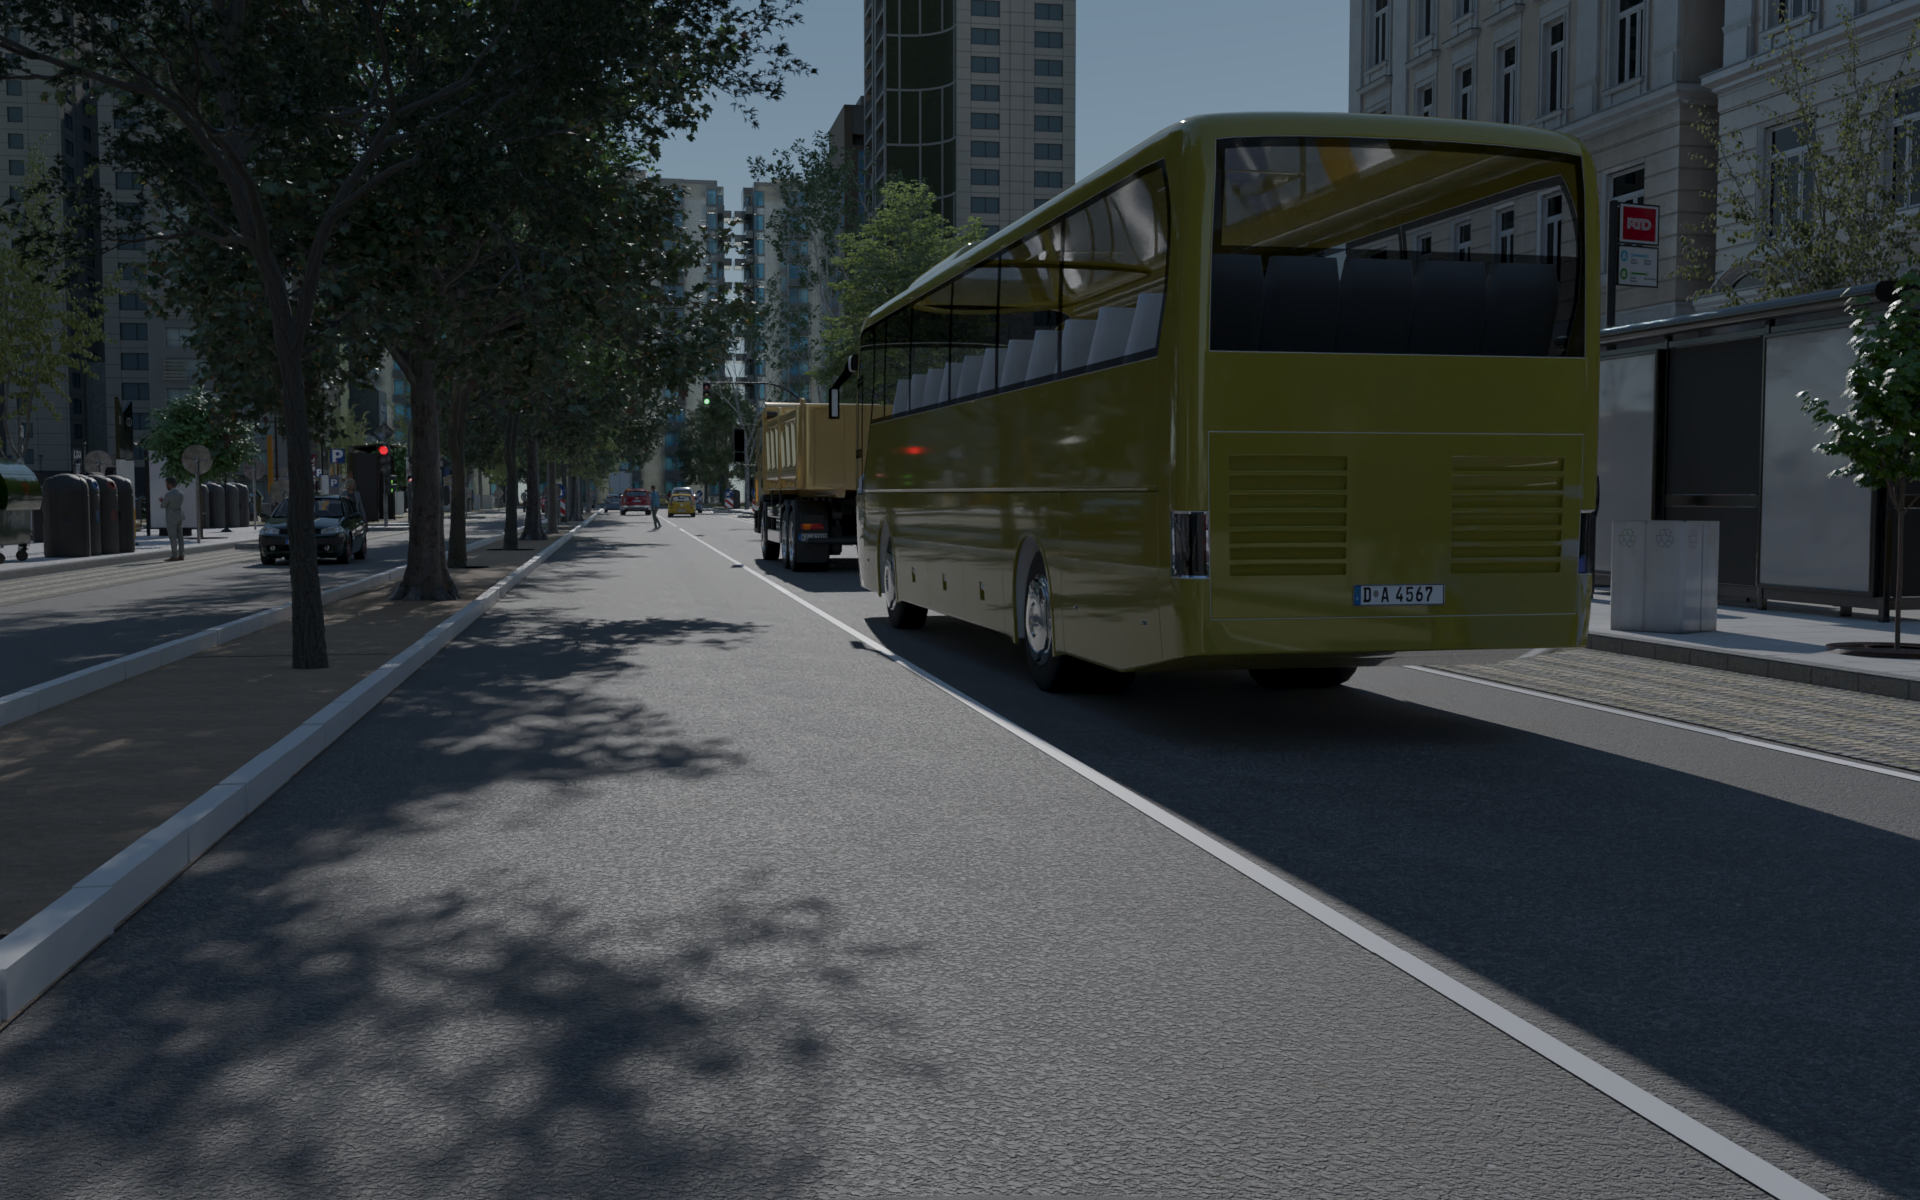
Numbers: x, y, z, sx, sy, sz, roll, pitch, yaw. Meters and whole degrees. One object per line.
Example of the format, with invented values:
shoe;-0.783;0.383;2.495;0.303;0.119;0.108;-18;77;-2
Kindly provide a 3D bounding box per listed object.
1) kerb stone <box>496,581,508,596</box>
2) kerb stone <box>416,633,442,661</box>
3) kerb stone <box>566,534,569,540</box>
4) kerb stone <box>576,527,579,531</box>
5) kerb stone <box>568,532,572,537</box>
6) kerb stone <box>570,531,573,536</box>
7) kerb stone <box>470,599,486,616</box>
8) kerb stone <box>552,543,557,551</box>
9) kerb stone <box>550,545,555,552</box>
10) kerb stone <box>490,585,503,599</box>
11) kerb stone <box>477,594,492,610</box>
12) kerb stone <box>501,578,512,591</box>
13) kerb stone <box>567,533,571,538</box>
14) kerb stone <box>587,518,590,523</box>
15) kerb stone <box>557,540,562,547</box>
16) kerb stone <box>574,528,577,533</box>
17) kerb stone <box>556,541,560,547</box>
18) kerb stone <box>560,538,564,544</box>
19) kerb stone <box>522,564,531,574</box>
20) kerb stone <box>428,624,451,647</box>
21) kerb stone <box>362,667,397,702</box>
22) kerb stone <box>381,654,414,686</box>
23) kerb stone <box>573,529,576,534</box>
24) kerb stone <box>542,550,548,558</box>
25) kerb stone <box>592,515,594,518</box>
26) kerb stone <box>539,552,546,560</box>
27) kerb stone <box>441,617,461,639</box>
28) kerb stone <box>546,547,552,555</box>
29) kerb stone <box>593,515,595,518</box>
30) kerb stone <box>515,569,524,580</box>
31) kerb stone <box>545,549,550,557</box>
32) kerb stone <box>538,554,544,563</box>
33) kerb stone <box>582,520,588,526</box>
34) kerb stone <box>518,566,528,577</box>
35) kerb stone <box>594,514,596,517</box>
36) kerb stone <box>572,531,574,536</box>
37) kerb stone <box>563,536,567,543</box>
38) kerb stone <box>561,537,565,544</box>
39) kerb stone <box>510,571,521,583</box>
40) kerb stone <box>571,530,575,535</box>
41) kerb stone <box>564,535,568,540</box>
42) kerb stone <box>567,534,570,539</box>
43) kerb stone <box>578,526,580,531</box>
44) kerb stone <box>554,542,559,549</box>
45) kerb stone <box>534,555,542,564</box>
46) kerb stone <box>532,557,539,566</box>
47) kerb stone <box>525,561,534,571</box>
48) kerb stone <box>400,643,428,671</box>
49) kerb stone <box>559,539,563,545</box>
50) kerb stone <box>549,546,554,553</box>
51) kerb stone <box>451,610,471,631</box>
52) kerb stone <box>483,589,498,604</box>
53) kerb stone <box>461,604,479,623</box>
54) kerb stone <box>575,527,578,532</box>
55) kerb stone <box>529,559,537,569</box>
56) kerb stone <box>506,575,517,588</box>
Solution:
kerb stone;-6.464;-0.128;24.290;0.120;0.150;1.000;-1;4;-11
kerb stone;-4.700;0.429;15.242;0.120;0.150;1.000;-1;4;-11
kerb stone;-11.778;-1.790;51.470;0.120;0.150;1.000;-1;4;-11
kerb stone;-13.931;-2.466;62.540;0.120;0.150;1.000;-1;4;-11
kerb stone;-12.361;-1.971;54.488;0.120;0.150;1.000;-1;4;-11
kerb stone;-12.555;-2.036;55.492;0.120;0.150;1.000;-1;4;-11
kerb stone;-5.682;0.120;20.266;0.120;0.150;1.000;-1;4;-11
kerb stone;-10.000;-1.235;42.392;0.120;0.150;1.000;-1;4;-11
kerb stone;-9.809;-1.174;41.388;0.120;0.150;1.000;-1;4;-11
kerb stone;-6.279;-0.066;23.280;0.120;0.150;1.000;-1;4;-11
kerb stone;-5.875;0.057;21.270;0.120;0.150;1.000;-1;4;-11
kerb stone;-6.667;-0.189;25.292;0.120;0.150;1.000;-1;4;-11
kerb stone;-12.170;-1.913;53.481;0.120;0.150;1.000;-1;4;-11
kerb stone;-18.160;-3.790;84.163;0.120;0.150;1.000;-1;4;-11
kerb stone;-10.589;-1.420;45.415;0.120;0.150;1.000;-1;4;-11
kerb stone;-13.545;-2.340;60.531;0.120;0.150;1.000;-1;4;-11
kerb stone;-10.392;-1.355;44.401;0.120;0.150;1.000;-1;4;-11
kerb stone;-10.986;-1.543;47.426;0.120;0.150;1.000;-1;4;-11
kerb stone;-7.651;-0.497;30.323;0.120;0.150;1.000;-1;4;-11
kerb stone;-4.906;0.364;16.243;0.120;0.150;1.000;-1;4;-11
kerb stone;-4.113;0.614;12.208;0.120;0.150;1.000;-1;4;-11
kerb stone;-4.307;0.550;13.215;0.120;0.150;1.000;-1;4;-11
kerb stone;-13.146;-2.216;58.512;0.120;0.150;1.000;-1;4;-11
kerb stone;-9.025;-0.928;37.368;0.120;0.150;1.000;-1;4;-11
kerb stone;-20.114;-4.402;94.212;0.120;0.150;1.000;-1;4;-11
kerb stone;-8.822;-0.867;36.364;0.120;0.150;1.000;-1;4;-11
kerb stone;-5.099;0.303;17.246;0.120;0.150;1.000;-1;4;-11
kerb stone;-9.414;-1.051;39.375;0.120;0.150;1.000;-1;4;-11
kerb stone;-20.517;-4.527;96.229;0.120;0.150;1.000;-1;4;-11
kerb stone;-7.255;-0.374;28.318;0.120;0.150;1.000;-1;4;-11
kerb stone;-9.222;-0.989;38.371;0.120;0.150;1.000;-1;4;-11
kerb stone;-8.637;-0.805;35.359;0.120;0.150;1.000;-1;4;-11
kerb stone;-16.970;-3.421;78.121;0.120;0.150;1.000;-1;4;-11
kerb stone;-7.453;-0.436;29.321;0.120;0.150;1.000;-1;4;-11
kerb stone;-21.098;-4.713;99.252;0.120;0.150;1.000;-1;4;-11
kerb stone;-12.755;-2.098;56.502;0.120;0.150;1.000;-1;4;-11
kerb stone;-11.376;-1.667;49.447;0.120;0.150;1.000;-1;4;-11
kerb stone;-11.188;-1.603;48.434;0.120;0.150;1.000;-1;4;-11
kerb stone;-7.055;-0.312;27.299;0.120;0.150;1.000;-1;4;-11
kerb stone;-12.955;-2.160;57.504;0.120;0.150;1.000;-1;4;-11
kerb stone;-11.570;-1.728;50.454;0.120;0.150;1.000;-1;4;-11
kerb stone;-11.972;-1.848;52.476;0.120;0.150;1.000;-1;4;-11
kerb stone;-14.325;-2.590;64.547;0.120;0.150;1.000;-1;4;-11
kerb stone;-10.201;-1.297;43.394;0.120;0.150;1.000;-1;4;-11
kerb stone;-8.431;-0.743;34.351;0.120;0.150;1.000;-1;4;-11
kerb stone;-8.238;-0.677;33.344;0.120;0.150;1.000;-1;4;-11
kerb stone;-7.839;-0.559;31.328;0.120;0.150;1.000;-1;4;-11
kerb stone;-4.506;0.492;14.223;0.120;0.150;1.000;-1;4;-11
kerb stone;-10.792;-1.482;46.418;0.120;0.150;1.000;-1;4;-11
kerb stone;-9.611;-1.112;40.381;0.120;0.150;1.000;-1;4;-11
kerb stone;-5.289;0.241;18.255;0.120;0.150;1.000;-1;4;-11
kerb stone;-6.078;-0.005;22.271;0.120;0.150;1.000;-1;4;-11
kerb stone;-5.485;0.180;19.258;0.120;0.150;1.000;-1;4;-11
kerb stone;-13.737;-2.406;61.537;0.120;0.150;1.000;-1;4;-11
kerb stone;-8.036;-0.619;32.331;0.120;0.150;1.000;-1;4;-11
kerb stone;-6.858;-0.250;26.296;0.120;0.150;1.000;-1;4;-11
